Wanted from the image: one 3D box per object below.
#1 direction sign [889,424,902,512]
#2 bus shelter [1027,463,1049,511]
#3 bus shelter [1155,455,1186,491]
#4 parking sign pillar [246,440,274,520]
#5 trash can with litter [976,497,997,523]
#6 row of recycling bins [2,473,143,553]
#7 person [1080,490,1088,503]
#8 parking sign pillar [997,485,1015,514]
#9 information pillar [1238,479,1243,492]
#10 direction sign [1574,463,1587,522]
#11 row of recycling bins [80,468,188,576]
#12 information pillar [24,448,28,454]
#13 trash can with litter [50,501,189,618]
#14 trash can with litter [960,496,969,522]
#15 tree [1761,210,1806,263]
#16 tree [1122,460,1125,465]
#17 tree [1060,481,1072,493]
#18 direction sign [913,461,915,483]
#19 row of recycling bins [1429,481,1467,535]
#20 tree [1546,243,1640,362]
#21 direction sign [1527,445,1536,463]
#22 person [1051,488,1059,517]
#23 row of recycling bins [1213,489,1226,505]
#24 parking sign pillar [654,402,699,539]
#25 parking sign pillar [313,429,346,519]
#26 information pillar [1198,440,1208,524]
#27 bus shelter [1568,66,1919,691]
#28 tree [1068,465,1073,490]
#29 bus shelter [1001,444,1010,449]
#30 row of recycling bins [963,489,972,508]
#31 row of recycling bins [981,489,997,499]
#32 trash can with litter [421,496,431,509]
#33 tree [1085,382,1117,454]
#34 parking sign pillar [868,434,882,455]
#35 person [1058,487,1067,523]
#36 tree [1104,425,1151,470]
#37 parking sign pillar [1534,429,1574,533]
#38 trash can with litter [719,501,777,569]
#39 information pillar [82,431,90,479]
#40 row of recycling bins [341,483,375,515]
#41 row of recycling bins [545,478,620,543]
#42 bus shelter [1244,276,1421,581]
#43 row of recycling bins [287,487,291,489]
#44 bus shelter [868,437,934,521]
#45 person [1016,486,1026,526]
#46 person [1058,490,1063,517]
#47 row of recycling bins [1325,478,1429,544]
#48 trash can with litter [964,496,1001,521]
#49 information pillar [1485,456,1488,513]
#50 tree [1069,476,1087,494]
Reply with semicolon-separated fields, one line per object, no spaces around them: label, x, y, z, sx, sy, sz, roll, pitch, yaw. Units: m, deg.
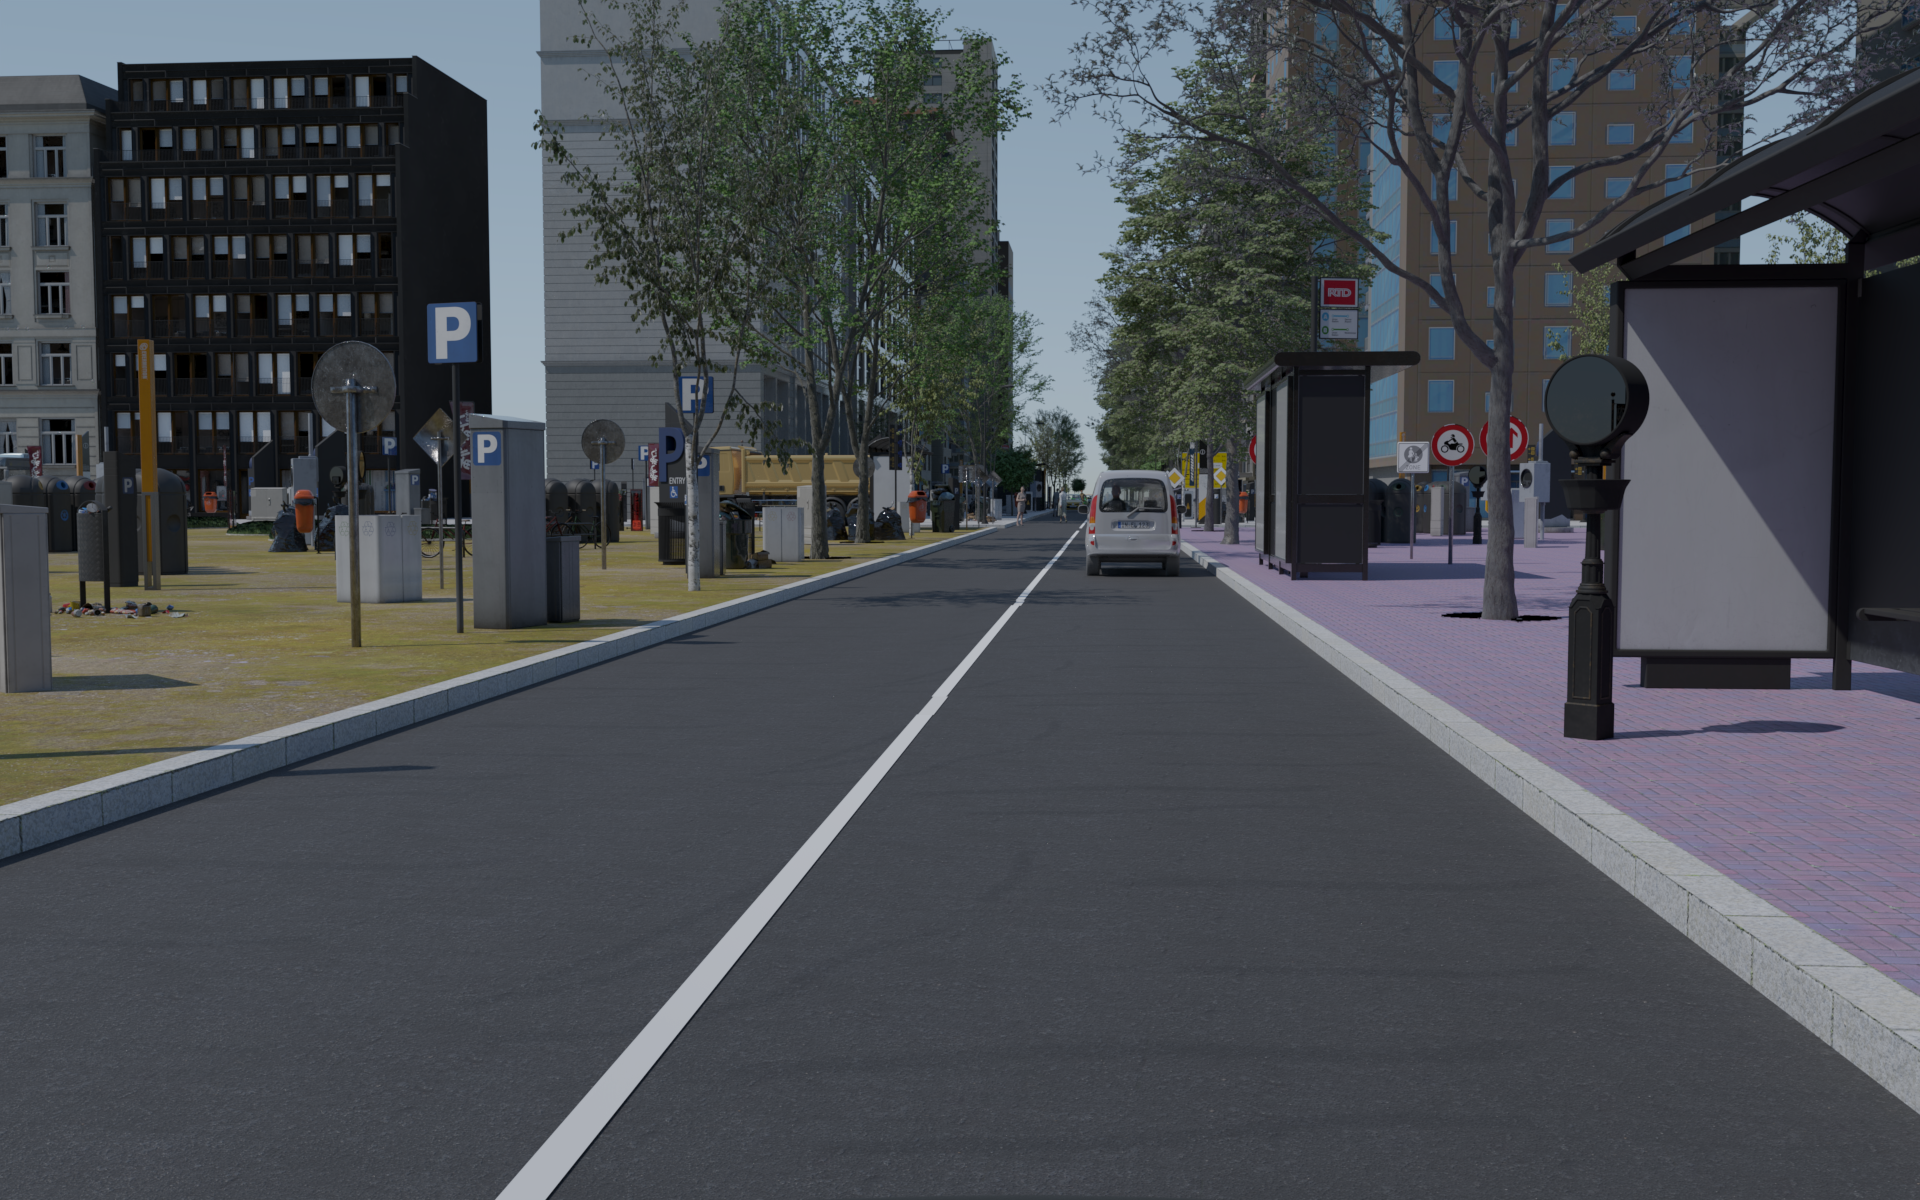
direction sign;-2.105;-3.958;56.715;0.379;3.537;0.876;2;4;25
bus shelter;5.828;-8.619;132.198;1.731;3.624;6.357;0;4;5
bus shelter;12.910;-7.016;105.990;1.731;3.624;6.357;0;4;5
parking sign pillar;-34.682;-5.962;85.950;1.447;3.967;1.447;1;4;23
trash can with litter;1.215;-4.101;78.434;1.055;1.170;0.624;3;5;42
row of recycling bins;-19.944;-1.925;38.583;1.069;1.692;3.534;1;4;12
person;11.572;-9.547;164.693;1.348;1.812;0.705;2;4;33
parking sign pillar;3.119;-7.698;114.335;1.447;3.967;1.447;2;4;32
information pillar;13.494;-4.858;83.918;0.304;2.012;0.304;-1;4;-13
direction sign;28.201;-5.274;78.223;0.876;3.537;0.379;1;4;16
row of recycling bins;-13.627;-1.319;28.686;1.069;1.692;3.534;-2;4;-35
information pillar;-47.603;-5.954;88.703;0.504;3.616;0.183;-3;5;-44
trash can with litter;-9.110;-0.450;18.414;2.233;1.210;1.678;2;4;35
trash can with litter;-0.081;-4.178;79.698;0.624;1.170;1.055;1;4;20
tree;18.881;-5.387;38.440;4.737;8.622;4.395;0;3;0
tree;23.385;-17.237;232.184;4.737;8.622;4.395;0;3;0
tree;15.331;-15.582;249.368;1.663;3.219;1.824;0;3;0
direction sign;-3.333;-7.707;118.004;0.379;3.537;0.876;2;4;32
row of recycling bins;15.406;-2.970;55.673;1.069;1.692;3.534;0;4;-2
tree;19.013;-6.113;50.315;4.737;8.622;4.395;0;3;0
direction sign;26.446;-5.345;79.389;0.876;3.537;0.379;1;4;19
person;6.178;-6.243;110.689;0.709;1.813;0.853;1;4;15
row of recycling bins;20.417;-7.889;136.101;3.534;1.692;1.069;1;4;13
parking sign pillar;-8.189;-3.789;50.417;1.447;3.967;1.447;3;5;39
parking sign pillar;-24.333;-4.785;66.709;1.447;3.967;1.447;2;4;30
information pillar;10.333;-5.007;73.218;0.504;3.616;0.183;1;4;14
bus shelter;4.849;-0.913;8.850;2.014;3.302;5.546;0;4;5
tree;13.909;-17.628;238.586;4.737;8.622;4.395;0;3;0
bus shelter;4.611;-10.073;142.320;2.179;5.291;8.768;0;4;5
row of recycling bins;0.521;-8.345;143.553;1.069;1.692;3.534;0;4;2
row of recycling bins;2.270;-7.546;130.491;1.069;1.692;3.534;-1;4;-18
trash can with litter;-16.825;-2.702;55.241;1.678;1.210;2.233;0;4;-2
tree;27.194;-26.437;288.131;12.611;20.169;13.585;0;3;0
parking sign pillar;-4.089;-5.458;77.706;1.447;3.967;1.447;1;4;16
person;5.162;-4.750;86.395;0.478;1.798;0.641;-1;4;-19
tree;21.426;-16.669;206.946;8.767;10.594;7.601;-1;4;-12
parking sign pillar;19.673;-4.224;57.529;1.447;3.967;1.447;-2;4;-26
trash can with litter;-3.721;-1.127;29.806;1.055;1.170;0.624;-3;5;-44
information pillar;-32.324;-4.438;63.923;0.183;3.616;0.504;2;4;29
row of recycling bins;-22.329;-3.503;64.383;1.069;1.692;3.534;-1;4;-13
row of recycling bins;-10.303;-2.329;45.187;1.069;1.692;3.534;3;4;36
bus shelter;6.077;-3.185;29.706;2.179;5.291;8.768;0;4;5
row of recycling bins;-31.314;-4.768;85.067;3.534;1.692;1.069;-3;4;-37
bus shelter;-2.242;-4.282;63.933;2.014;3.302;5.546;0;4;5
person;2.779;-4.233;78.045;0.599;1.781;0.374;-2;4;-33
person;6.359;-6.085;108.998;0.512;1.701;0.522;3;5;41
row of recycling bins;10.587;-2.391;46.208;1.069;1.692;3.534;-3;5;-44
trash can with litter;0.822;-4.375;82.581;2.233;1.210;1.678;0;4;5
information pillar;23.144;-5.142;75.422;0.504;3.616;0.183;-1;4;-17
tree;20.750;-19.643;304.871;4.285;4.588;4.351;0;3;0
